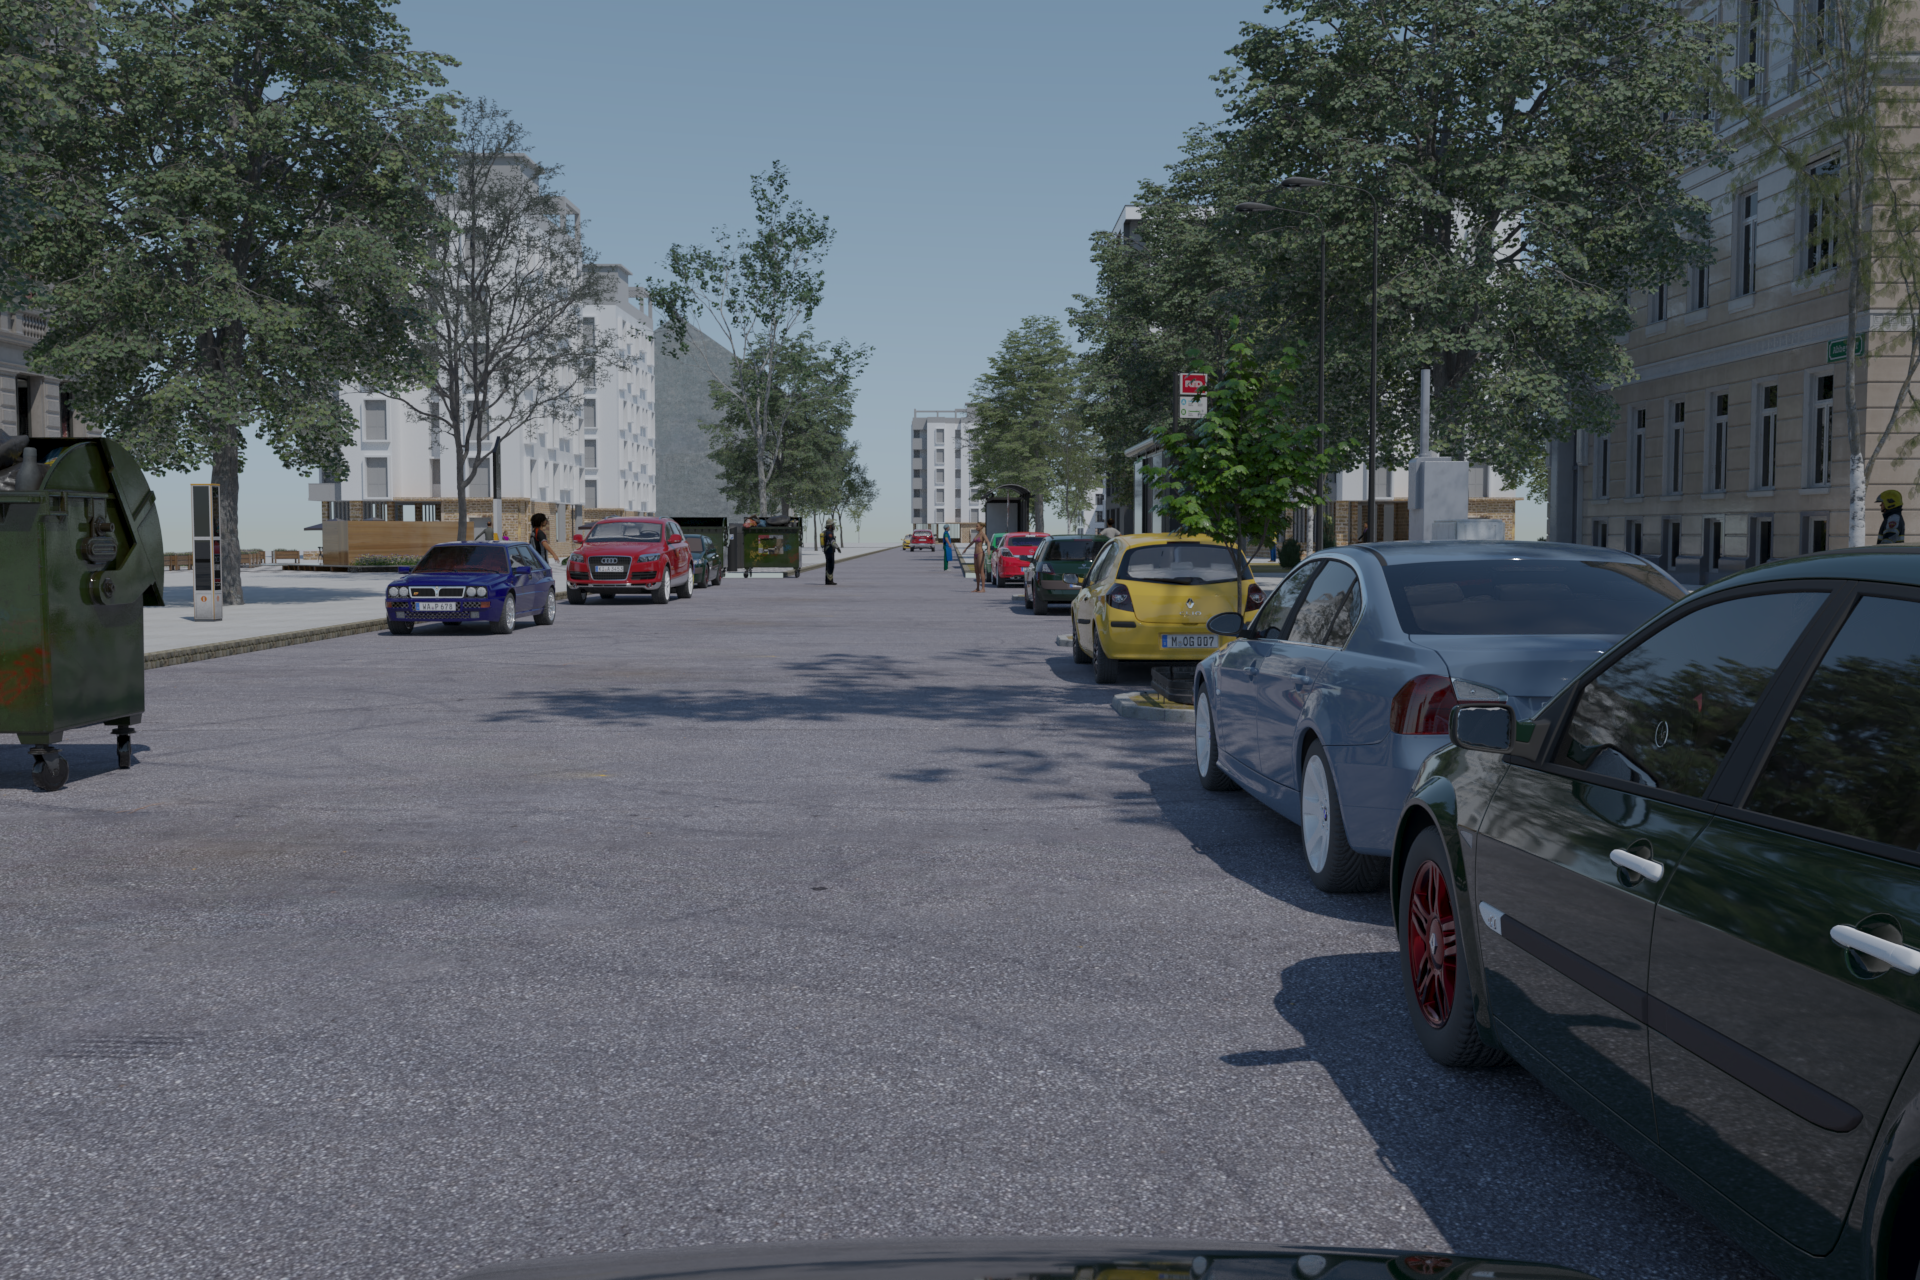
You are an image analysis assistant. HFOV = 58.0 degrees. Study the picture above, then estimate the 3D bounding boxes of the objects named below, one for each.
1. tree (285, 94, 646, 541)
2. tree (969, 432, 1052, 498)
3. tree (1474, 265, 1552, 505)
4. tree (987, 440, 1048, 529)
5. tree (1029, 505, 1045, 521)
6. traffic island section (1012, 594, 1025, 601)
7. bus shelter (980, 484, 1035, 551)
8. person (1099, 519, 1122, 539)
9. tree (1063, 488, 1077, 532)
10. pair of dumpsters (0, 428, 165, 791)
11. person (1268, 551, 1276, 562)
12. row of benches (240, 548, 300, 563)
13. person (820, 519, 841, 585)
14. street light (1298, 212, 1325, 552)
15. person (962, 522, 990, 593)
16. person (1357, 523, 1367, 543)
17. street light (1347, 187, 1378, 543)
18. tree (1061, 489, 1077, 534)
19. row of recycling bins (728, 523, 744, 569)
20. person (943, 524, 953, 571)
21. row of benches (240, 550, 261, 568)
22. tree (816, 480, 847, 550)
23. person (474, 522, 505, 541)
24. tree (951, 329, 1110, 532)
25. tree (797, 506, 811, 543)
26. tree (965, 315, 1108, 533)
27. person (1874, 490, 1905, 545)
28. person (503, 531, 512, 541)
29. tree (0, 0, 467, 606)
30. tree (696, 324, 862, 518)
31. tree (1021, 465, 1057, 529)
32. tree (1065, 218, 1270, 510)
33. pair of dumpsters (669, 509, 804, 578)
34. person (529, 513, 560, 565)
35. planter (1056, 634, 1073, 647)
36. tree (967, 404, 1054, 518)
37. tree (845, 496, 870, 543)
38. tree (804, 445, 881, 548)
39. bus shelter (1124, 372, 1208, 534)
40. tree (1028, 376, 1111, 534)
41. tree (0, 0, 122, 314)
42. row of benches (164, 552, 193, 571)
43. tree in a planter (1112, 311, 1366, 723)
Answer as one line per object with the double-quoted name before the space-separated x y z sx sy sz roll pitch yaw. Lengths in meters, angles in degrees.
"tree" -13.760 -8.414 47.937 12.009 13.543 11.850 0 3 0
"tree" 4.705 -14.150 157.113 9.928 11.665 9.643 0 3 0
"tree" 25.270 -9.497 73.403 7.486 12.596 7.792 0 3 0
"tree" 4.112 -10.110 115.662 4.737 8.622 4.395 0 3 0
"tree" 9.056 -19.536 253.833 7.601 10.594 8.767 0 4 1
"traffic island section" 2.139 -0.927 38.021 1.991 0.108 1.994 0 4 0
"bus shelter" 1.952 -4.803 72.460 2.014 3.302 5.546 0 4 -2
"person" 4.375 -2.707 51.035 1.217 1.739 0.721 -1 4 -18
"tree" 17.022 -18.443 251.911 4.360 8.622 3.978 0 3 0
"pair of dumpsters" -7.102 -0.307 9.967 4.436 2.255 1.574 0 4 0
"person" 14.240 -4.446 79.162 0.721 1.772 1.216 3 5 43
"row of benches" -30.987 -3.671 75.483 4.104 0.672 1.422 -2 4 -34
"person" -3.636 -2.476 48.721 0.705 1.856 1.354 -1 4 -20
"street light" 5.631 -3.173 24.422 1.470 5.913 1.316 0 3 0
"person" 0.413 -2.032 42.488 0.721 1.733 1.217 -2 4 -31
"person" 18.534 -4.456 79.073 0.704 1.802 1.346 -1 4 -16
"street light" 5.957 -3.069 22.712 1.470 5.913 1.316 0 4 0
"tree" 16.799 -18.167 247.391 4.360 8.622 3.978 0 3 0
"row of recycling bins" -8.454 -3.588 65.770 1.069 1.692 3.534 0 4 0
"person" -0.481 -3.561 66.809 0.704 1.817 1.347 0 4 -4
"row of benches" -27.343 -3.116 66.412 1.422 0.672 4.104 -1 4 -17
"tree" -11.172 -11.649 140.823 4.737 8.622 4.395 0 3 0
"person" -19.529 -4.015 71.914 1.348 1.796 0.705 0 4 -5
"tree" 4.609 -11.772 102.845 12.009 13.543 11.850 0 3 0
"tree" -22.757 -18.548 253.619 4.737 8.622 4.395 0 3 0
"tree" 3.803 -10.533 90.335 7.486 12.596 7.792 0 3 0
"person" 12.061 -1.026 22.538 0.704 1.858 1.351 2 4 33
"person" -19.582 -4.015 74.919 0.599 1.433 0.991 2 4 28
"tree" -13.371 -7.609 31.057 9.857 13.997 8.962 0 3 0
"tree" -10.731 -12.121 104.837 9.857 13.997 8.962 0 3 0
"tree" 5.005 -10.549 122.840 4.737 8.622 4.395 0 3 0
"tree" 8.976 -9.890 68.355 9.857 13.997 8.962 0 3 0
"pair of dumpsters" -7.357 -3.167 56.736 4.436 2.255 1.574 0 4 0
"person" -7.736 -1.433 32.028 0.704 1.843 1.345 -2 4 -33
"planter" 2.265 -0.088 22.584 1.991 0.319 1.994 0 4 1
"tree" 4.233 -13.936 145.980 7.486 12.596 7.792 0 3 0
"tree" -15.024 -18.530 253.332 4.737 8.622 4.395 0 3 0
"tree" -11.104 -13.829 160.509 8.767 10.594 7.601 -3 4 -37
"bus shelter" 5.098 -3.852 40.615 2.179 5.291 8.768 0 4 0
"tree" 4.909 -8.017 81.437 4.360 8.622 3.978 0 3 0
"tree" -13.581 -6.771 17.363 9.857 13.997 8.962 0 3 0
"row of benches" -27.609 -2.783 60.967 1.422 0.672 4.104 0 3 0
"tree in a planter" 2.264 -1.025 13.979 1.991 3.239 1.994 0 4 -1
